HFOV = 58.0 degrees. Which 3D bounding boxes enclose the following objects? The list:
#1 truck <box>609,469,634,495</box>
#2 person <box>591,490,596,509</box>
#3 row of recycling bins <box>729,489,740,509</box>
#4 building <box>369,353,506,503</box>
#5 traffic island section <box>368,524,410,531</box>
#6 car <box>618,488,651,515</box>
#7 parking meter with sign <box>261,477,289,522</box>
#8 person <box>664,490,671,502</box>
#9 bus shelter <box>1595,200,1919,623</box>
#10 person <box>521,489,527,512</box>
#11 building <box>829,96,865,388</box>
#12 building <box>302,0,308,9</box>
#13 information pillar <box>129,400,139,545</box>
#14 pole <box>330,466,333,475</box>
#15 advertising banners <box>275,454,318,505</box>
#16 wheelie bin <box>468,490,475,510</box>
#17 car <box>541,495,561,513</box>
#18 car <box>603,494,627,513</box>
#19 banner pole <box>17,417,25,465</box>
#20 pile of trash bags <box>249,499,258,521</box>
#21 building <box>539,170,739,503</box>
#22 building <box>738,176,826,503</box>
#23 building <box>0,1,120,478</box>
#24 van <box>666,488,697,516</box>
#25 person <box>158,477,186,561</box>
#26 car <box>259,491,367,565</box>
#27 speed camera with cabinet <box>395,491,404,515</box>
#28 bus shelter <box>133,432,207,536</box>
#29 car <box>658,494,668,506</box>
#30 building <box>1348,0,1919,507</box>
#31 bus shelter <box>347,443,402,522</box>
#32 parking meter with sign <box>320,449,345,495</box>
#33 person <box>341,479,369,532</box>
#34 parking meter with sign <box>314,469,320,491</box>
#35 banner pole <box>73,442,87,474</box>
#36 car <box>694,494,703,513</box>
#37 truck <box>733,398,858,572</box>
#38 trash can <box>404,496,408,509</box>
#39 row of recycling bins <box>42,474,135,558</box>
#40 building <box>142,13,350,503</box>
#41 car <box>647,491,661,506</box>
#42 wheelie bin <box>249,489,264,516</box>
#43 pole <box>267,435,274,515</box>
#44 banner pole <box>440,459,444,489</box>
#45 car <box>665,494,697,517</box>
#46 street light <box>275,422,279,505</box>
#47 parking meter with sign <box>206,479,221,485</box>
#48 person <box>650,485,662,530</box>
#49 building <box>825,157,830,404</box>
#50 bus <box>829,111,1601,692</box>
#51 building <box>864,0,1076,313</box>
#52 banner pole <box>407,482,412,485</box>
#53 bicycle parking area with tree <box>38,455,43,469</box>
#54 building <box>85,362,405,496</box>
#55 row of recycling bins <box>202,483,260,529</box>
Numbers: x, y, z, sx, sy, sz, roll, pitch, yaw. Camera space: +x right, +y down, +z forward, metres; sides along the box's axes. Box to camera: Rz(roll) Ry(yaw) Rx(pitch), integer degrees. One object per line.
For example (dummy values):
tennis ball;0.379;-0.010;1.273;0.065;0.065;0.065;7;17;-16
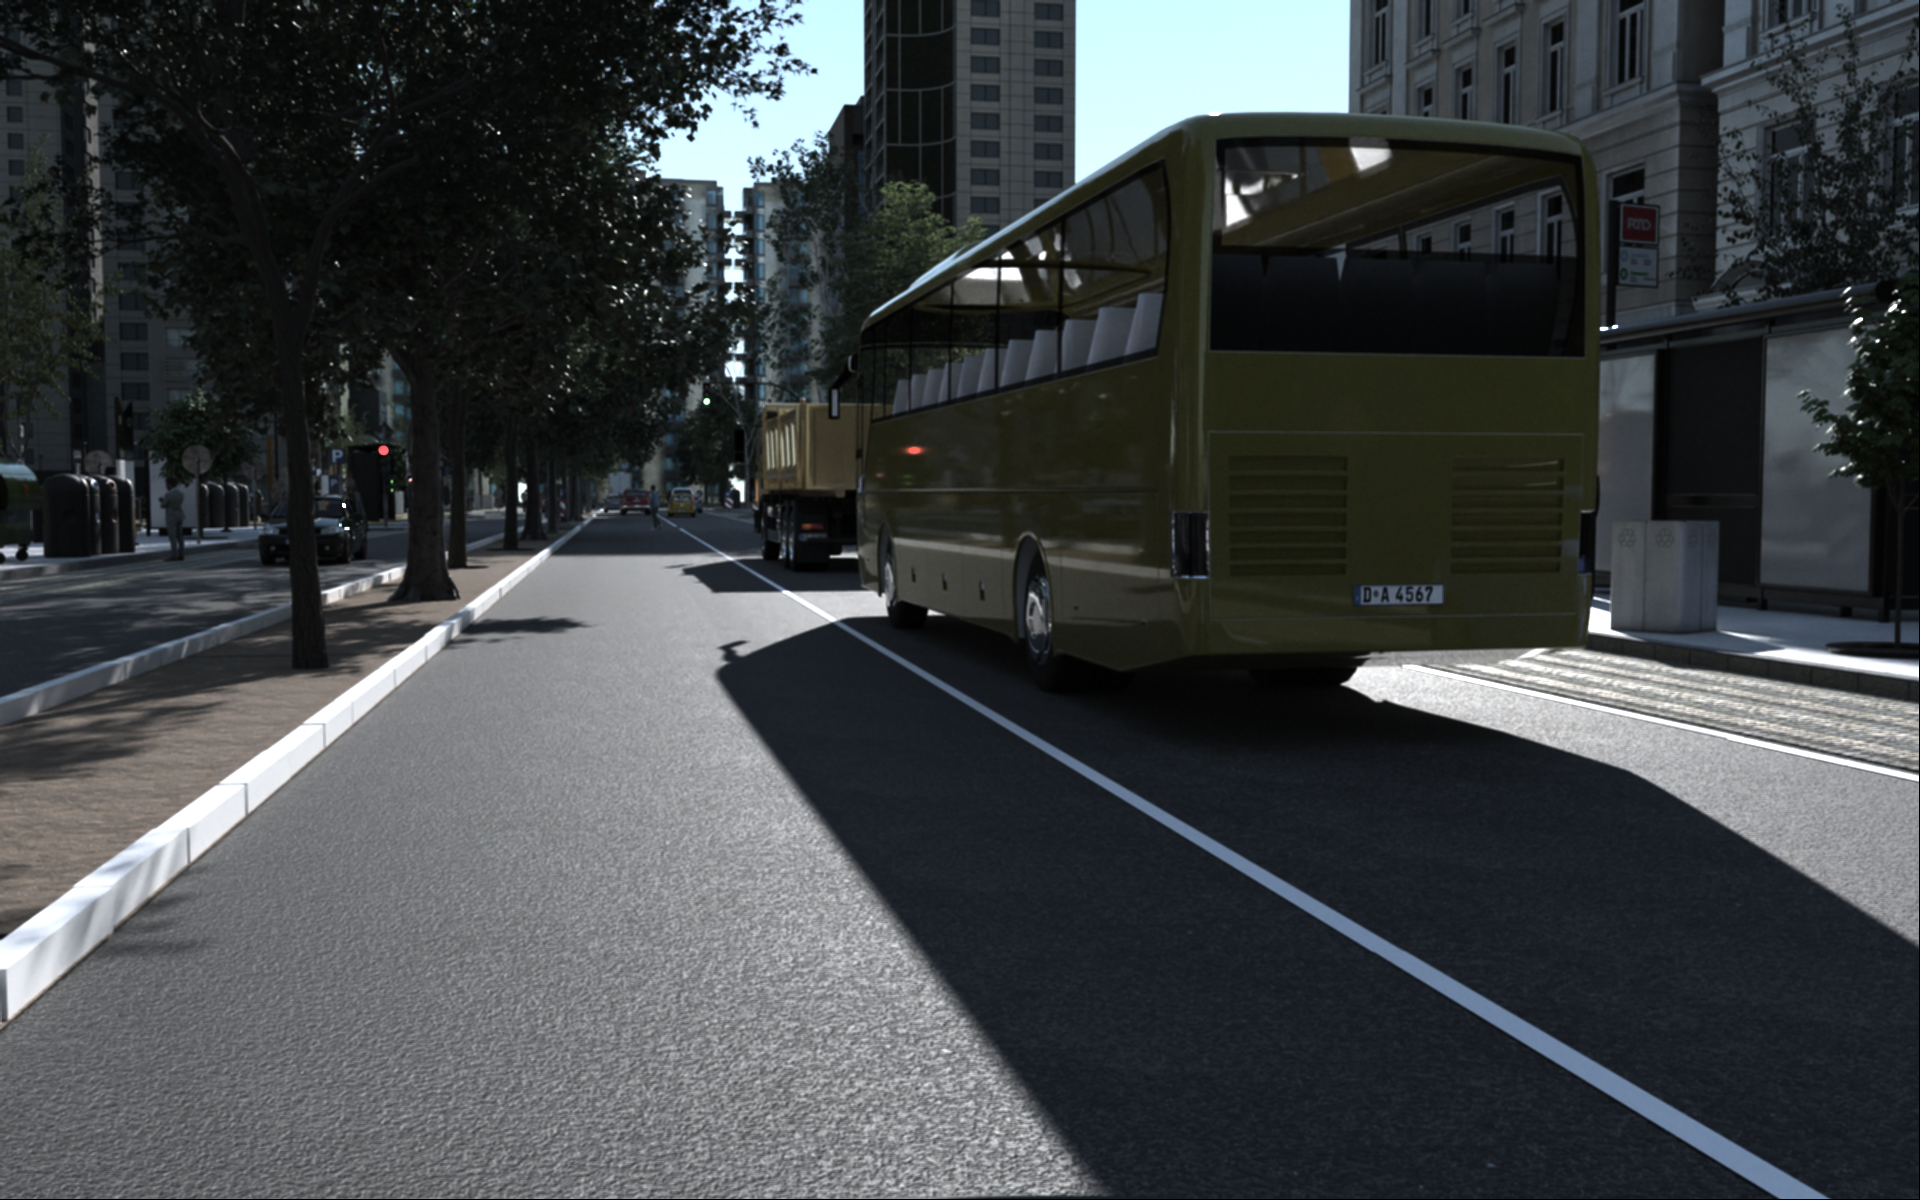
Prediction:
truck;-39.457;-13.011;201.647;2.839;4.237;11.283;-1;4;-9
person;-34.973;-9.564;164.850;0.705;1.826;1.348;1;4;17
row of recycling bins;-19.695;-8.831;151.504;1.069;1.692;3.534;-1;4;-10
building;-79.770;-38.670;251.863;30.456;49.044;23.786;-1;4;-11
traffic island section;-22.503;-2.787;67.851;2.009;0.180;2.903;-1;4;-11
car;-22.331;-6.759;119.180;2.281;1.827;5.304;-1;4;-13
parking meter with sign;-31.031;-5.067;79.108;1.738;3.016;0.543;0;4;-4
person;-31.277;-10.887;186.438;1.348;1.831;0.705;-3;5;-42
bus shelter;9.160;-2.678;21.424;2.179;5.291;8.768;-1;4;-11
person;-34.137;-7.779;135.867;0.592;1.802;0.473;3;4;38
building;-7.089;-33.421;196.548;14.600;45.320;14.200;-1;4;-11
building;-69.494;-44.616;167.722;20.563;71.187;20.611;-1;4;-11
information pillar;-20.685;-3.160;43.020;0.183;3.616;0.504;1;4;9
pole;-45.763;-8.096;126.208;0.158;3.312;0.155;0;3;0
advertising banners;-29.105;-4.877;75.920;0.090;3.025;2.074;3;5;42
wheelie bin;-38.854;-7.902;137.101;0.980;1.594;0.693;0;4;-1
car;-31.355;-7.625;133.714;2.155;1.783;4.494;-1;4;-11
car;-26.729;-7.489;134.448;2.014;1.417;4.499;-1;4;-10
banner pole;-28.201;-3.796;52.076;0.401;3.779;0.863;-1;4;-16
pile of trash bags;-34.823;-4.378;81.340;3.447;1.369;1.912;-1;4;-23
building;-49.491;-39.037;257.856;30.456;49.044;23.786;-1;4;-11
building;-19.182;-39.400;263.805;30.456;49.044;23.786;-1;4;-11
building;-105.204;-45.849;187.877;20.611;71.187;20.563;-1;4;-11
van;-18.159;-6.494;113.195;2.013;2.044;4.112;-1;4;-10
person;-16.842;-1.731;36.983;0.466;1.800;0.511;0;4;-1
car;-13.622;-1.638;36.567;2.009;1.686;4.222;-1;4;-12
speed camera with cabinet;-35.523;-6.965;108.218;0.660;3.252;2.038;1;4;11
bus shelter;-24.580;-3.760;55.398;2.014;3.302;5.546;-1;4;-11
car;-34.442;-11.598;199.843;2.015;1.641;3.980;-1;4;-12
building;21.197;-16.232;51.305;13.634;28.700;20.117;-1;4;-11
bus shelter;-27.649;-5.547;81.969;1.731;3.624;6.357;-1;4;-11
parking meter with sign;-23.852;-4.270;66.069;0.543;3.016;1.738;-1;4;-11
person;-14.595;-2.019;41.701;0.709;1.800;0.728;-2;4;-35
parking meter with sign;-44.688;-7.548;119.669;1.738;3.016;0.543;3;5;41
banner pole;-42.661;-5.754;84.101;0.863;3.779;0.401;0;4;7
car;-20.589;-7.348;132.149;2.014;1.417;4.499;-1;4;-11
truck;-2.650;-2.436;35.749;3.469;3.379;9.791;-1;4;-12
trash can;-46.762;-8.199;145.703;0.748;1.137;0.748;0;3;0
row of recycling bins;-18.394;-1.800;36.538;1.069;1.692;3.534;0;4;-7
building;-62.096;-28.622;151.564;14.154;41.232;14.086;-1;4;-11
car;-38.594;-12.781;217.636;2.281;1.827;5.304;-1;4;-10
wheelie bin;-41.081;-5.702;101.134;0.693;1.594;0.980;-1;4;-13
pole;-23.868;-4.045;59.987;0.158;3.312;0.155;0;3;0
banner pole;-35.946;-7.873;118.743;0.401;3.779;0.863;-3;5;-41
car;-17.402;-5.989;108.141;2.015;1.641;3.980;-1;4;-9
street light;-22.377;-5.130;56.670;0.468;5.910;1.993;-1;4;-11
parking meter with sign;-33.768;-5.018;78.301;0.543;3.016;1.738;0;4;0
person;-12.057;-3.654;68.592;0.444;1.785;0.601;1;4;22
building;-9.497;-32.232;210.586;14.154;41.232;14.086;-1;4;-11
bus;1.114;-1.465;15.498;2.896;3.916;12.252;-1;4;-12
building;-0.566;-45.318;179.203;20.563;71.187;20.611;-1;4;-11
banner pole;-37.963;-7.939;119.819;0.863;3.779;0.401;2;4;30
bicycle parking area with tree;-65.735;-8.711;129.430;8.231;4.147;9.016;-1;4;-23
building;-79.649;-53.745;191.408;31.000;86.520;22.319;-1;4;-11
row of recycling bins;-28.173;-3.591;65.818;1.069;1.692;3.534;1;4;9
